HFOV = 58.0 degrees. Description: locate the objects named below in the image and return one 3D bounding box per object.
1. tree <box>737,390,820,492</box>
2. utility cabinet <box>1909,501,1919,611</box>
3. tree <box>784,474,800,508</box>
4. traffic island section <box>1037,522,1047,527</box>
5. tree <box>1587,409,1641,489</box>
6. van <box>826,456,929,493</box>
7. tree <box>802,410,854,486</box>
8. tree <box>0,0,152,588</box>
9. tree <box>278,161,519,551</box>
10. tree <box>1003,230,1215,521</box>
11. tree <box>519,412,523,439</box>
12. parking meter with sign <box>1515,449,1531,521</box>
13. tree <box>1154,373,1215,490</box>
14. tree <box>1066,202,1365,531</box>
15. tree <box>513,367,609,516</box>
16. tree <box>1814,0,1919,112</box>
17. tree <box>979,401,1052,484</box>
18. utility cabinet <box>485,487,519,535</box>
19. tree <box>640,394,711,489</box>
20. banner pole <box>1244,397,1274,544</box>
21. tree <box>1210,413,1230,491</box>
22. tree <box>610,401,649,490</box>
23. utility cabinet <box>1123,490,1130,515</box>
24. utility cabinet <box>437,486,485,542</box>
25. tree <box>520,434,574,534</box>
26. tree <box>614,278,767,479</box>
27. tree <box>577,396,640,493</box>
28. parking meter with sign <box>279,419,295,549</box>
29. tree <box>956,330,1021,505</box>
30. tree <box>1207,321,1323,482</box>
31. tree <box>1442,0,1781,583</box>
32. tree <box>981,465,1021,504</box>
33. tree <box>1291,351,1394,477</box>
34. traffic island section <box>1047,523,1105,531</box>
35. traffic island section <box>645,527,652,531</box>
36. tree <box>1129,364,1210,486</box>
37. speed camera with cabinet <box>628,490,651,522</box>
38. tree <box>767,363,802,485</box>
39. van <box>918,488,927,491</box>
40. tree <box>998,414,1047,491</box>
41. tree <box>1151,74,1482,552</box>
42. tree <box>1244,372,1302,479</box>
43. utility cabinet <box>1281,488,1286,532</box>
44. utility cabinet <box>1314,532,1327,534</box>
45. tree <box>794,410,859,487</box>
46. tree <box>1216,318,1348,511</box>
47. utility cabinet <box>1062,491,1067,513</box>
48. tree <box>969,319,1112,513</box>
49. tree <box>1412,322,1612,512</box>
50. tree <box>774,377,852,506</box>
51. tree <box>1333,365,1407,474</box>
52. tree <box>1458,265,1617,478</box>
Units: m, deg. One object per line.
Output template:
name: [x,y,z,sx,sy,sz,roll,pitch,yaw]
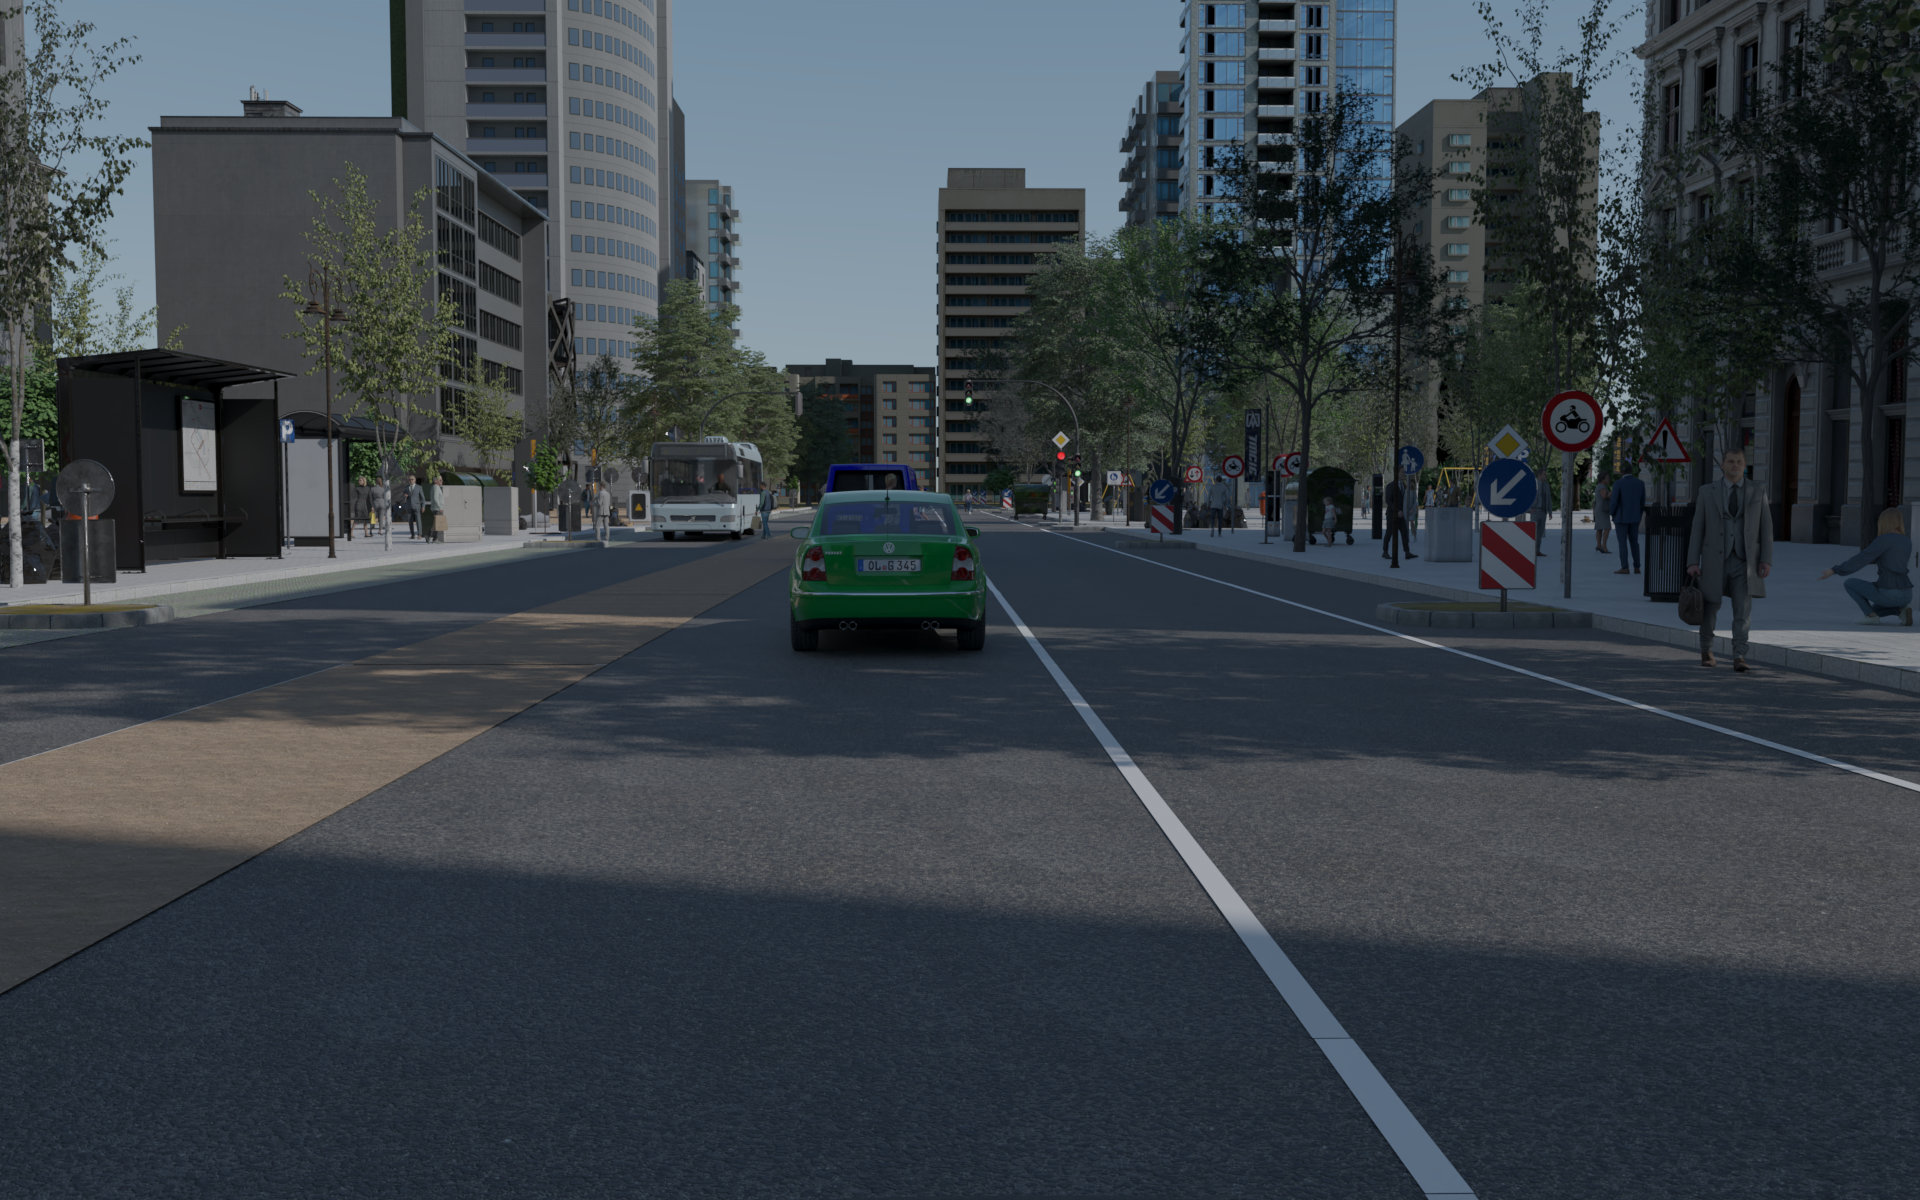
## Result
tree: [-16.338,-13.083,148.323,8.767,10.594,7.601,-1,4,-8]
utility cabinet: [10.821,-0.500,19.341,0.306,1.237,1.020,1,4,23]
tree: [-15.699,-10.403,164.689,1.663,3.219,1.824,0,3,0]
traffic island section: [4.514,-3.374,77.442,2.009,0.180,2.903,0,4,-1]
tree: [47.235,-8.982,109.761,11.467,7.101,20.602,-2,4,-35]
van: [-1.820,-2.026,37.516,2.240,2.365,5.245,0,4,1]
tree: [-16.753,-17.509,212.028,9.928,11.665,9.643,0,3,0]
tree: [-13.167,-4.473,23.489,4.360,8.622,3.978,0,3,0]
tree: [-12.841,-5.390,38.484,4.737,8.622,4.395,0,3,0]
tree: [6.712,-10.833,83.771,9.857,13.997,8.962,0,3,0]
tree: [-24.367,-8.515,89.585,4.737,8.622,4.395,0,3,0]
parking meter with sign: [21.904,-4.360,67.540,0.543,3.016,1.738,1,4,16]
tree: [12.269,-9.038,98.137,4.737,8.622,4.395,0,3,0]
tree: [7.778,-8.282,61.169,9.928,11.665,9.643,0,3,0]
tree: [-23.256,-9.112,99.349,4.360,8.622,3.978,0,3,0]
tree: [9.122,-6.338,10.284,9.857,13.997,8.962,0,3,0]
tree: [5.426,-14.156,165.864,7.601,10.594,8.767,1,4,15]
utility cabinet: [-14.144,-2.737,53.423,1.173,1.500,0.318,2,4,31]
tree: [-19.089,-10.304,118.831,4.737,8.622,4.395,0,3,0]
banner pole: [7.699,-3.343,44.680,0.863,3.779,0.401,2,4,34]
tree: [21.092,-11.682,141.365,4.360,8.622,3.978,0,3,0]
tree: [-25.355,-11.284,134.852,4.360,8.622,3.978,0,3,0]
utility cabinet: [10.215,-5.706,101.979,1.173,1.500,0.318,2,4,27]
utility cabinet: [-13.197,-2.264,45.701,0.318,1.500,1.173,3,5,40]
tree: [-13.192,-3.726,55.514,1.663,3.219,1.824,0,3,0]
tree: [-14.372,-10.621,91.780,7.486,12.596,7.792,0,3,0]
tree: [-25.175,-10.477,121.666,4.737,8.622,4.395,0,3,0]
parking meter with sign: [-16.513,-2.714,40.632,1.738,3.016,0.543,1,4,14]
tree: [5.815,-20.907,197.711,12.611,20.169,13.585,0,3,0]
tree: [19.185,-11.636,108.378,7.486,12.596,7.792,0,3,0]
tree: [8.839,-4.532,24.466,4.360,8.622,3.978,0,3,0]
tree: [4.343,-14.480,220.460,4.285,4.588,4.351,0,3,0]
tree: [29.702,-13.456,137.013,9.611,12.733,9.660,0,3,0]
traffic island section: [4.689,-2.886,69.459,2.009,0.180,2.903,0,4,-1]
traffic island section: [-11.349,-2.864,69.113,2.009,0.180,2.903,0,4,-1]
tree: [10.516,-8.717,92.879,4.360,8.622,3.978,0,3,0]
speed camera with cabinet: [-14.153,-5.202,79.384,2.038,3.252,0.660,-1,4,-8]
tree: [-16.363,-13.405,137.294,7.486,12.596,7.792,0,3,0]
van: [-4.176,-10.537,176.656,2.240,2.365,5.245,0,4,-2]
tree: [5.325,-11.492,138.253,4.360,8.622,3.978,0,3,0]
tree: [7.866,-6.342,38.111,7.601,10.594,8.767,-1,4,-8]
tree: [18.363,-9.191,100.635,4.360,8.622,3.978,0,3,0]
utility cabinet: [10.993,-2.949,56.902,0.318,1.500,1.173,-1,4,-22]
utility cabinet: [11.160,-2.691,55.152,1.020,1.237,0.306,-1,4,-14]
tree: [-17.926,-18.909,226.168,9.611,12.733,9.660,0,3,0]
tree: [22.210,-12.941,118.239,9.857,13.997,8.962,0,3,0]
utility cabinet: [7.107,-6.671,117.750,0.318,1.500,1.173,0,4,3]
tree: [6.308,-12.748,118.795,12.009,13.543,11.850,0,3,0]
tree: [45.503,-14.089,132.175,18.604,14.587,13.155,-3,5,-42]
tree: [-16.591,-17.237,188.480,9.857,13.997,8.962,0,3,0]
tree: [22.661,-8.832,94.763,4.737,8.622,4.395,0,3,0]
tree: [28.729,-10.264,85.951,7.486,12.596,7.792,0,3,0]
